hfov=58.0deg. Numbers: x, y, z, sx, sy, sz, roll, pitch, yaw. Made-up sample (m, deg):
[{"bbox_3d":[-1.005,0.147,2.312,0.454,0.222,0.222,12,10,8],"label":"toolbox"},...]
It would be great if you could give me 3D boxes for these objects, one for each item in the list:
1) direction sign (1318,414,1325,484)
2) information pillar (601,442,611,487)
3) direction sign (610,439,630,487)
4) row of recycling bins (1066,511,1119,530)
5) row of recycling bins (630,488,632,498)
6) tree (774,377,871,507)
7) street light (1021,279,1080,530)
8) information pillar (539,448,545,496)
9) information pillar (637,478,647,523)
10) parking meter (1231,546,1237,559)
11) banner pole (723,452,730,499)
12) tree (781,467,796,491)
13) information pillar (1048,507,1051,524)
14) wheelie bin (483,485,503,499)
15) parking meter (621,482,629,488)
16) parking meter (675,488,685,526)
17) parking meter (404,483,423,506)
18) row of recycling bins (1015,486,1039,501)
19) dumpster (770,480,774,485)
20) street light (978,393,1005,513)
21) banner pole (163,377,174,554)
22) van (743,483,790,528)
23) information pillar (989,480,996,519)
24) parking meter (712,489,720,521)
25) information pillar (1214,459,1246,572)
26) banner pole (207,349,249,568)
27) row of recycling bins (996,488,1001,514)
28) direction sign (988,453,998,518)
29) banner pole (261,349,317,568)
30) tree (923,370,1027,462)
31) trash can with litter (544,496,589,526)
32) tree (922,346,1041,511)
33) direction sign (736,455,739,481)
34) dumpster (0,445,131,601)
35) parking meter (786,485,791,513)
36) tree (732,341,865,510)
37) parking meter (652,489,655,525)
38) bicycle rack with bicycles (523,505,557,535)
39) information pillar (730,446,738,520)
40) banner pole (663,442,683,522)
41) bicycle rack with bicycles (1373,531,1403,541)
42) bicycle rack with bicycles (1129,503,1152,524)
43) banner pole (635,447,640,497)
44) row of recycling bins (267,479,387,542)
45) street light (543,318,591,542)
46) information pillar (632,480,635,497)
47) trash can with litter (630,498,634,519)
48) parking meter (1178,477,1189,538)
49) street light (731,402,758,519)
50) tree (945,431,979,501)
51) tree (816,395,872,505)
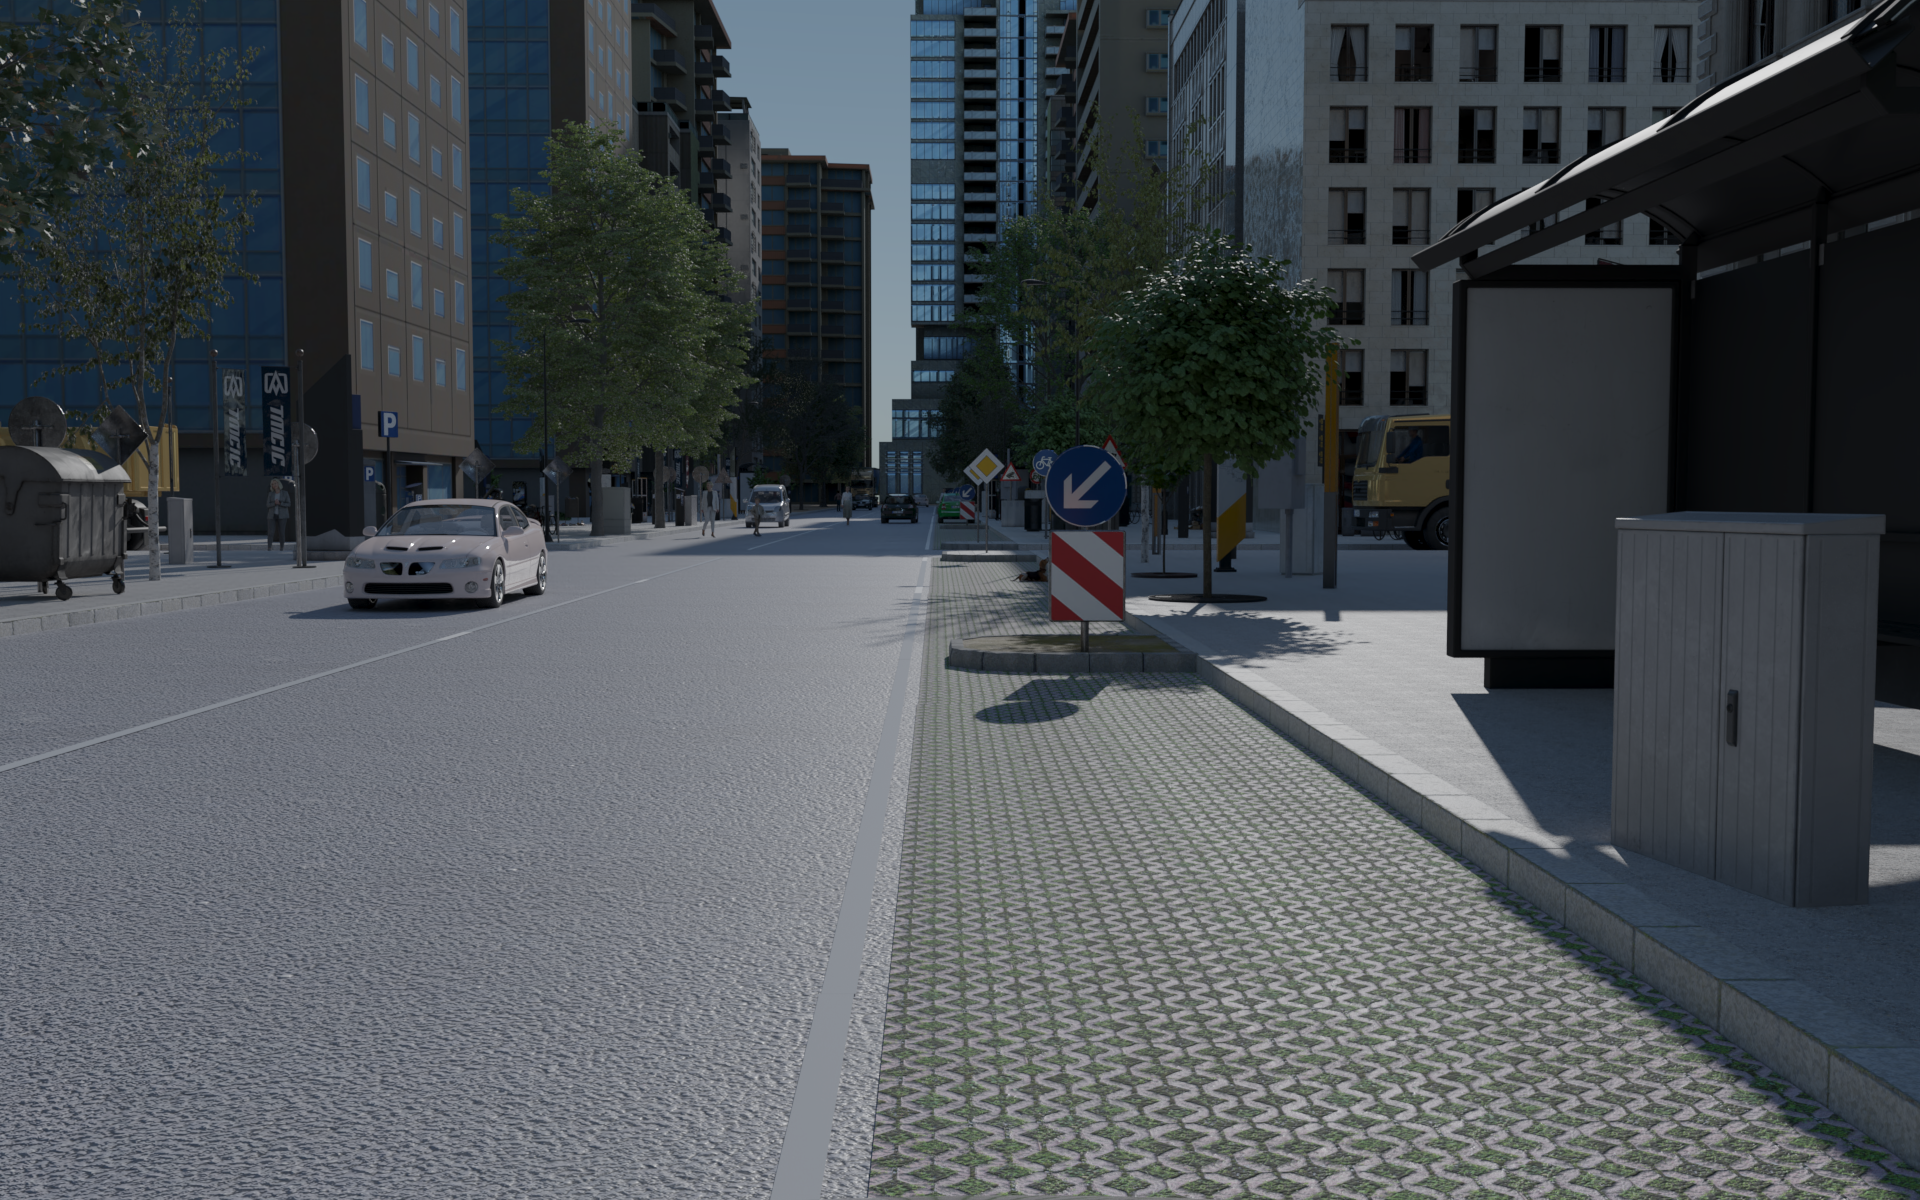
[{"bbox_3d":[10.390,-3.519,49.528,0.379,3.537,0.876,2,4,32],"label":"direction sign"},{"bbox_3d":[-15.020,-5.011,73.279,0.504,3.616,0.183,-2,4,-35],"label":"information pillar"},{"bbox_3d":[-13.959,-4.845,71.212,0.876,3.537,0.379,-3,5,-40],"label":"direction sign"},{"bbox_3d":[3.574,-2.439,46.992,1.069,1.692,3.534,1,4,17],"label":"row of recycling bins"},{"bbox_3d":[-22.511,-6.438,112.375,3.534,1.692,1.069,-3,4,-37],"label":"row of recycling bins"},{"bbox_3d":[-13.454,-15.423,169.174,9.611,12.733,9.660,0,3,0],"label":"tree"},{"bbox_3d":[2.014,-3.982,37.643,1.470,5.913,1.316,0,4,-1],"label":"street light"},{"bbox_3d":[-21.012,-5.855,87.083,0.183,3.616,0.504,-2,4,-32],"label":"information pillar"},{"bbox_3d":[-14.347,-4.510,78.235,0.304,2.012,0.304,3,5,43],"label":"information pillar"},{"bbox_3d":[5.291,-1.582,34.276,0.372,1.533,0.369,0,3,0],"label":"parking meter"},{"bbox_3d":[-14.075,-6.996,104.407,0.401,3.779,0.863,2,4,35],"label":"banner pole"},{"bbox_3d":[-12.733,-7.886,123.541,1.663,3.219,1.824,0,3,0],"label":"tree"},{"bbox_3d":[4.012,-5.055,73.996,0.183,3.616,0.504,3,5,42],"label":"information pillar"},{"bbox_3d":[-16.428,-3.245,60.962,0.693,1.594,0.980,-1,4,-20],"label":"wheelie bin"},{"bbox_3d":[-16.161,-4.751,83.393,0.399,1.863,0.255,0,4,-4],"label":"parking meter"},{"bbox_3d":[-11.229,-3.728,69.371,0.372,1.533,0.369,0,3,0],"label":"parking meter"},{"bbox_3d":[-11.943,-1.804,37.898,0.372,1.533,0.369,0,3,0],"label":"parking meter"},{"bbox_3d":[4.476,-4.845,86.325,3.534,1.692,1.069,0,4,-7],"label":"row of recycling bins"},{"bbox_3d":[-13.465,-7.179,119.867,1.502,2.255,1.985,0,4,-1],"label":"dumpster"},{"bbox_3d":[1.493,-6.516,79.073,1.470,5.913,1.316,0,4,-1],"label":"street light"},{"bbox_3d":[-16.810,-2.869,36.921,0.401,3.779,0.863,-2,4,-25],"label":"banner pole"},{"bbox_3d":[-8.340,-4.165,75.108,2.013,2.044,4.112,0,4,-1],"label":"van"},{"bbox_3d":[1.688,-5.225,89.927,0.304,2.012,0.304,-2,4,-31],"label":"information pillar"},{"bbox_3d":[-11.821,-4.618,83.918,0.372,1.533,0.369,0,3,0],"label":"parking meter"},{"bbox_3d":[4.448,-2.267,28.428,0.504,3.616,0.183,-1,4,-8],"label":"information pillar"},{"bbox_3d":[-12.810,-2.464,30.296,0.401,3.779,0.863,2,4,29],"label":"banner pole"},{"bbox_3d":[2.922,-6.427,112.195,1.069,1.692,3.534,2,4,28],"label":"row of recycling bins"},{"bbox_3d":[1.630,-6.266,94.449,0.876,3.537,0.379,0,4,4],"label":"direction sign"},{"bbox_3d":[-11.603,-2.439,29.897,0.863,3.779,0.401,-2,4,-28],"label":"banner pole"},{"bbox_3d":[1.821,-14.936,154.577,12.009,13.543,11.850,0,3,0],"label":"tree"},{"bbox_3d":[-16.097,-3.609,70.058,2.233,1.210,1.678,0,4,-8],"label":"trash can with litter"},{"bbox_3d":[1.640,-13.124,131.582,9.611,12.733,9.660,0,3,0],"label":"tree"},{"bbox_3d":[-13.171,-6.684,101.280,0.379,3.537,0.876,2,4,26],"label":"direction sign"},{"bbox_3d":[-11.288,-0.960,21.453,1.264,1.857,1.865,0,4,-1],"label":"dumpster"},{"bbox_3d":[-11.411,-6.681,114.945,0.255,1.863,0.399,3,5,44],"label":"parking meter"},{"bbox_3d":[-12.634,-13.920,137.961,12.009,13.543,11.850,0,3,0],"label":"tree"},{"bbox_3d":[-12.808,-3.950,73.000,0.372,1.533,0.369,0,3,0],"label":"parking meter"},{"bbox_3d":[-13.568,-2.465,53.680,2.852,0.926,2.925,2,4,29],"label":"bicycle rack with bicycles"},{"bbox_3d":[-11.165,-5.751,85.376,0.183,3.616,0.504,-3,4,-38],"label":"information pillar"},{"bbox_3d":[-13.529,-5.649,82.371,0.863,3.779,0.401,2,4,28],"label":"banner pole"},{"bbox_3d":[12.707,-2.117,47.996,2.925,0.926,2.852,-1,4,-21],"label":"bicycle rack with bicycles"},{"bbox_3d":[6.601,-3.698,73.844,2.852,0.926,2.925,-2,4,-34],"label":"bicycle rack with bicycles"},{"bbox_3d":[-15.085,-5.566,81.022,0.401,3.779,0.863,-2,4,-29],"label":"banner pole"},{"bbox_3d":[-17.433,-2.482,47.691,1.069,1.692,3.534,2,4,34],"label":"row of recycling bins"},{"bbox_3d":[-10.449,-4.489,45.941,1.470,5.913,1.316,0,4,-1],"label":"street light"},{"bbox_3d":[-16.705,-5.176,89.115,0.304,2.012,0.304,-1,4,-12],"label":"information pillar"},{"bbox_3d":[-11.873,-2.981,60.122,1.055,1.170,0.624,-2,4,-26],"label":"trash can with litter"},{"bbox_3d":[6.530,-2.746,50.603,0.255,1.863,0.399,1,4,19],"label":"parking meter"},{"bbox_3d":[-10.876,-7.031,87.491,1.470,5.913,1.316,0,4,-1],"label":"street light"},{"bbox_3d":[1.543,-16.472,187.439,7.486,12.596,7.792,0,3,0],"label":"tree"},{"bbox_3d":[-13.870,-17.090,197.542,7.486,12.596,7.792,0,3,0],"label":"tree"}]
